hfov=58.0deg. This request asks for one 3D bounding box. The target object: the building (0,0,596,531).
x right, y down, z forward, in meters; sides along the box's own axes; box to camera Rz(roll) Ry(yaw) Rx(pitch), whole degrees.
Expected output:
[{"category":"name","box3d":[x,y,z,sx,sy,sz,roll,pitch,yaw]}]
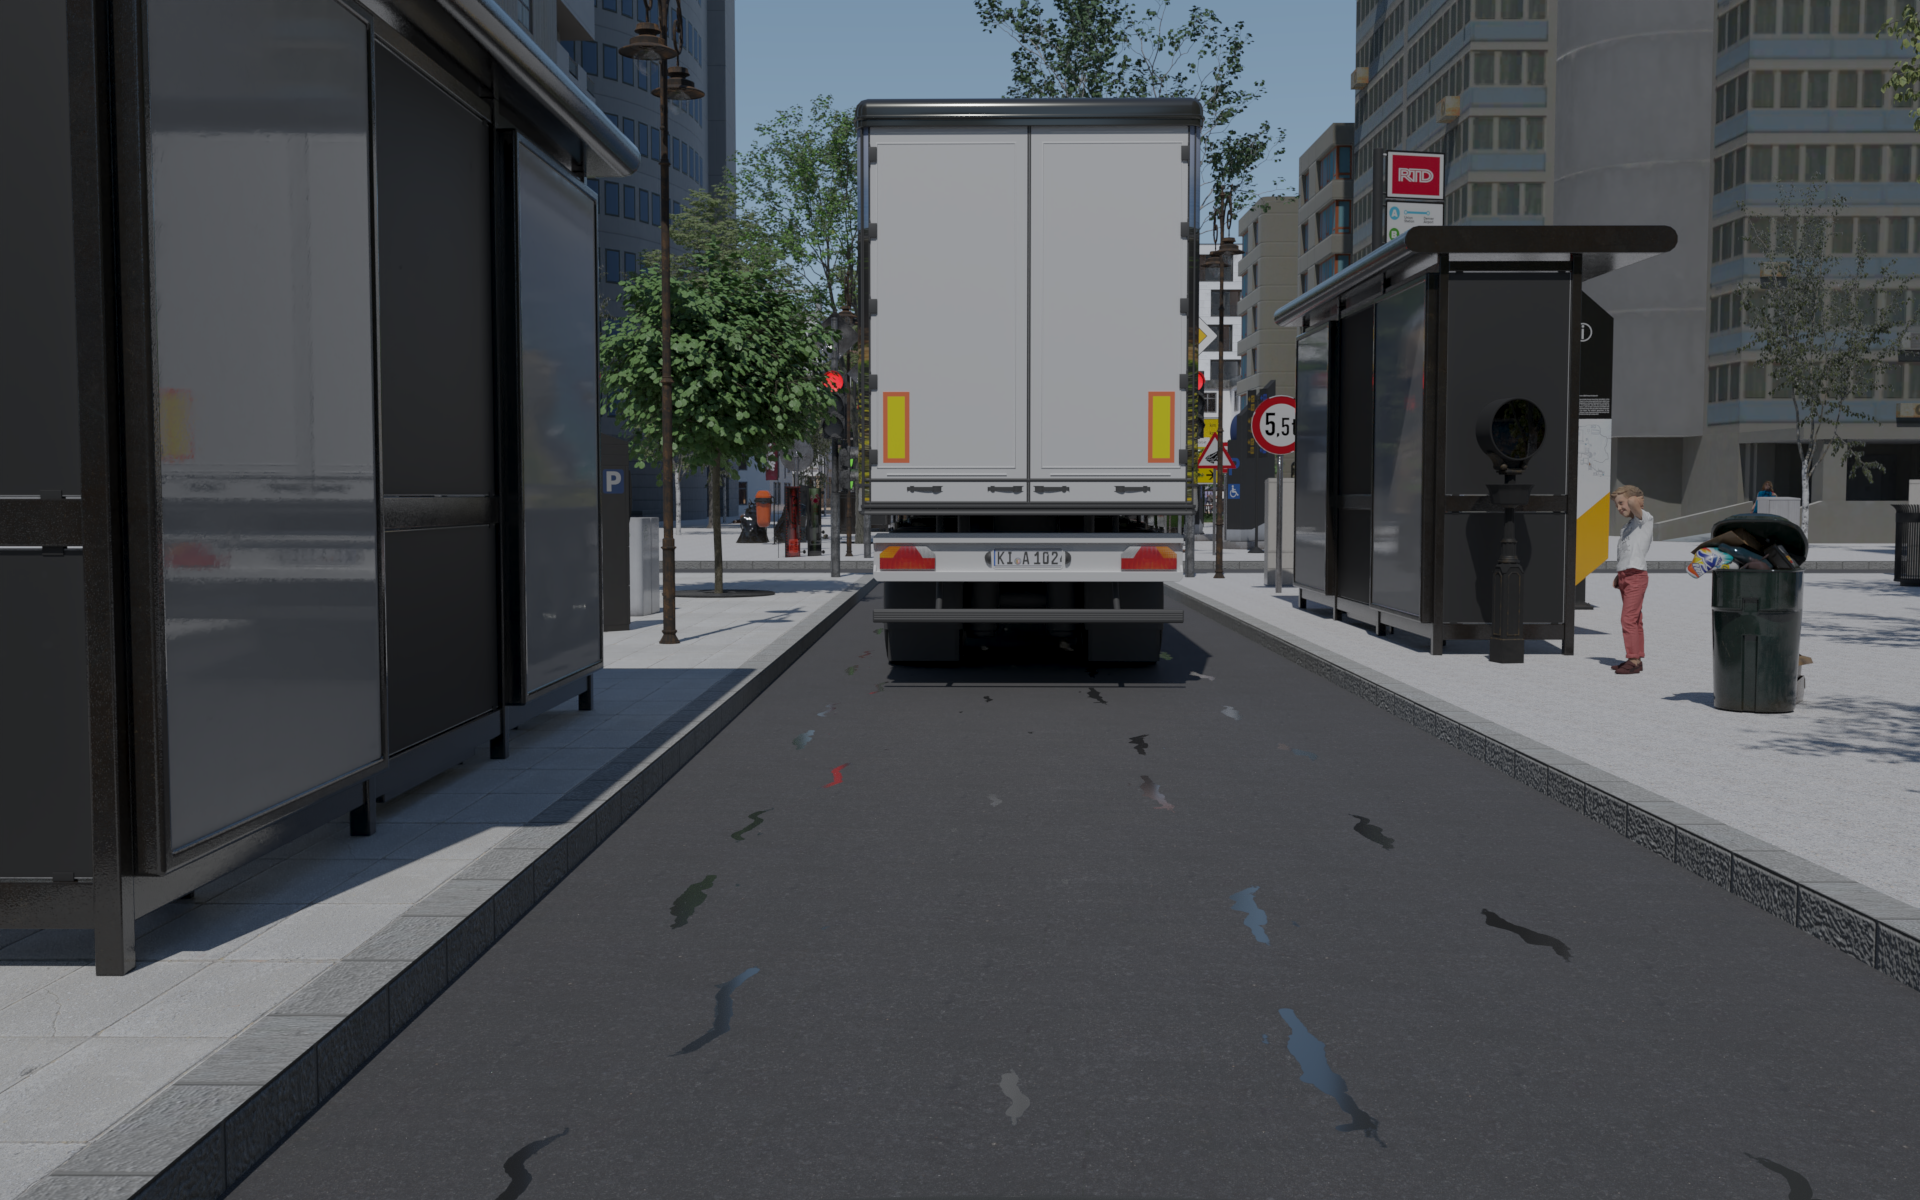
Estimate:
[{"category":"building","box3d":[-27.994,-28.656,57.772,28.713,52.752,27.495,0,4,0]}]

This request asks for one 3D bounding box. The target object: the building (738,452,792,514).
[{"category":"building","box3d":[-16.450,-11.147,124.406,9.099,9.664,28.070,0,4,0]}]

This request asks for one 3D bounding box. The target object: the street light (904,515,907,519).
[{"category":"street light","box3d":[-2.118,-5.746,66.732,0.468,5.910,1.993,0,4,0]}]

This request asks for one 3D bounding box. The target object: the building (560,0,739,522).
[{"category":"building","box3d":[-23.553,-33.254,85.708,21.231,58.520,28.212,0,4,0]}]

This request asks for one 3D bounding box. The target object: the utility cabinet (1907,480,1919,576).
[{"category":"utility cabinet","box3d":[15.239,-1.097,26.609,1.173,1.500,0.318,2,4,32]}]

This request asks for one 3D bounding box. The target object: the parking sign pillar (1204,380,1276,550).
[{"category":"parking sign pillar","box3d":[6.821,-3.187,40.577,1.447,3.967,1.447,-3,5,-43]}]

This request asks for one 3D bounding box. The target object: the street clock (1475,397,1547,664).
[{"category":"street clock","box3d":[4.164,-0.524,13.132,0.471,2.002,0.358,-1,4,-12]}]

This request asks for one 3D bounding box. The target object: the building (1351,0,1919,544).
[{"category":"building","box3d":[27.417,-22.496,59.690,23.993,40.220,32.217,0,4,0]}]

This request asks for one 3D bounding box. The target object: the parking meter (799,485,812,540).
[{"category":"parking meter","box3d":[-4.247,-2.412,47.849,0.372,1.533,0.369,0,3,0]}]

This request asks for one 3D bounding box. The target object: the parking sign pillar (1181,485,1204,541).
[{"category":"parking sign pillar","box3d":[6.426,-3.613,47.545,1.447,3.967,1.447,1,4,12]}]

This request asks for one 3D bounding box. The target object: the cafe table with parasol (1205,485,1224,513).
[{"category":"cafe table with parasol","box3d":[14.853,-5.831,100.207,2.610,1.966,2.610,-3,5,-41]}]

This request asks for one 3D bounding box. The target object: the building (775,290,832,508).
[{"category":"building","box3d":[-18.280,-18.982,166.772,11.380,20.091,16.016,0,4,0]}]

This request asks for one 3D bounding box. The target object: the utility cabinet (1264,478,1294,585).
[{"category":"utility cabinet","box3d":[4.853,-0.946,24.142,1.173,1.500,0.318,0,4,1]}]

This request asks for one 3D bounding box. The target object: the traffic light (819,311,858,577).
[{"category":"traffic light","box3d":[-1.902,-2.304,26.598,0.839,4.253,0.868,0,4,0]}]

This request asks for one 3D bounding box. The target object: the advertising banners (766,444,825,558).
[{"category":"advertising banners","box3d":[-3.375,-2.378,35.062,0.090,3.025,2.074,2,4,31]}]

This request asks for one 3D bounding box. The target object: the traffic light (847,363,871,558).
[{"category":"traffic light","box3d":[-1.837,-2.793,34.583,0.839,4.253,0.868,0,4,0]}]

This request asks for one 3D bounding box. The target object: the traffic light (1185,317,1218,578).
[{"category":"traffic light","box3d":[3.519,-2.303,26.569,0.839,4.253,0.868,0,4,0]}]

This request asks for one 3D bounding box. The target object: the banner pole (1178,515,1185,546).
[{"category":"banner pole","box3d":[5.236,-3.242,43.027,0.863,3.779,0.401,1,4,18]}]

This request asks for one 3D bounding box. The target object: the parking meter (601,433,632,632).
[{"category":"parking meter","box3d":[-3.296,-0.642,16.211,0.399,1.863,0.255,-3,5,-43]}]

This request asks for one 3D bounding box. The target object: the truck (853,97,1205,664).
[{"category":"truck","box3d":[0.600,-1.773,17.901,2.839,4.237,11.283,0,4,1]}]

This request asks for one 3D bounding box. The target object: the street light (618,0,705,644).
[{"category":"street light","box3d":[-2.494,-2.563,14.693,0.468,5.910,1.993,0,4,0]}]

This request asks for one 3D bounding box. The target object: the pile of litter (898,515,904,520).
[{"category":"pile of litter","box3d":[-2.668,-4.344,84.989,1.719,0.858,1.176,0,4,5]}]

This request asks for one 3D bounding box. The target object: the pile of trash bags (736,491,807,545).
[{"category":"pile of trash bags","box3d":[-4.968,-2.177,45.341,1.912,1.369,3.447,0,4,-1]}]

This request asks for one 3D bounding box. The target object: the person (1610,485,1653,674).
[{"category":"person","box3d":[4.820,-0.155,12.485,0.340,1.345,0.435,0,4,-4]}]

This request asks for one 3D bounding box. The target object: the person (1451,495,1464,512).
[{"category":"person","box3d":[14.957,-2.775,52.145,0.376,1.734,0.841,1,4,14]}]

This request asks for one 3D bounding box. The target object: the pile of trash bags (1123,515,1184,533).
[{"category":"pile of trash bags","box3d":[5.930,-2.934,57.727,3.447,1.369,1.912,3,5,40]}]

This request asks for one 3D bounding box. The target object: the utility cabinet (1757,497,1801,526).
[{"category":"utility cabinet","box3d":[16.650,-1.472,35.229,1.020,1.237,0.306,-2,4,-31]}]

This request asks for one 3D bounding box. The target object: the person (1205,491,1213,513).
[{"category":"person","box3d":[15.314,-6.197,107.230,0.709,1.838,0.599,1,4,17]}]

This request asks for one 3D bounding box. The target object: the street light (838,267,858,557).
[{"category":"street light","box3d":[-2.280,-3.833,35.451,0.468,5.910,1.993,0,4,0]}]

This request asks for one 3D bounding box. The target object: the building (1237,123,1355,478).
[{"category":"building","box3d":[31.274,-15.302,95.221,27.650,21.520,28.899,0,4,0]}]

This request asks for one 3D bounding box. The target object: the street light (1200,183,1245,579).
[{"category":"street light","box3d":[3.946,-3.267,26.202,0.468,5.910,1.993,0,4,0]}]

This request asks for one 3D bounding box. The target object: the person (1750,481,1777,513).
[{"category":"person","box3d":[20.514,-2.228,44.168,0.444,1.614,0.593,-3,5,-43]}]

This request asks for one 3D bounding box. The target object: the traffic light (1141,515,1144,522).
[{"category":"traffic light","box3d":[3.585,-2.791,34.554,0.839,4.253,0.868,0,4,0]}]
